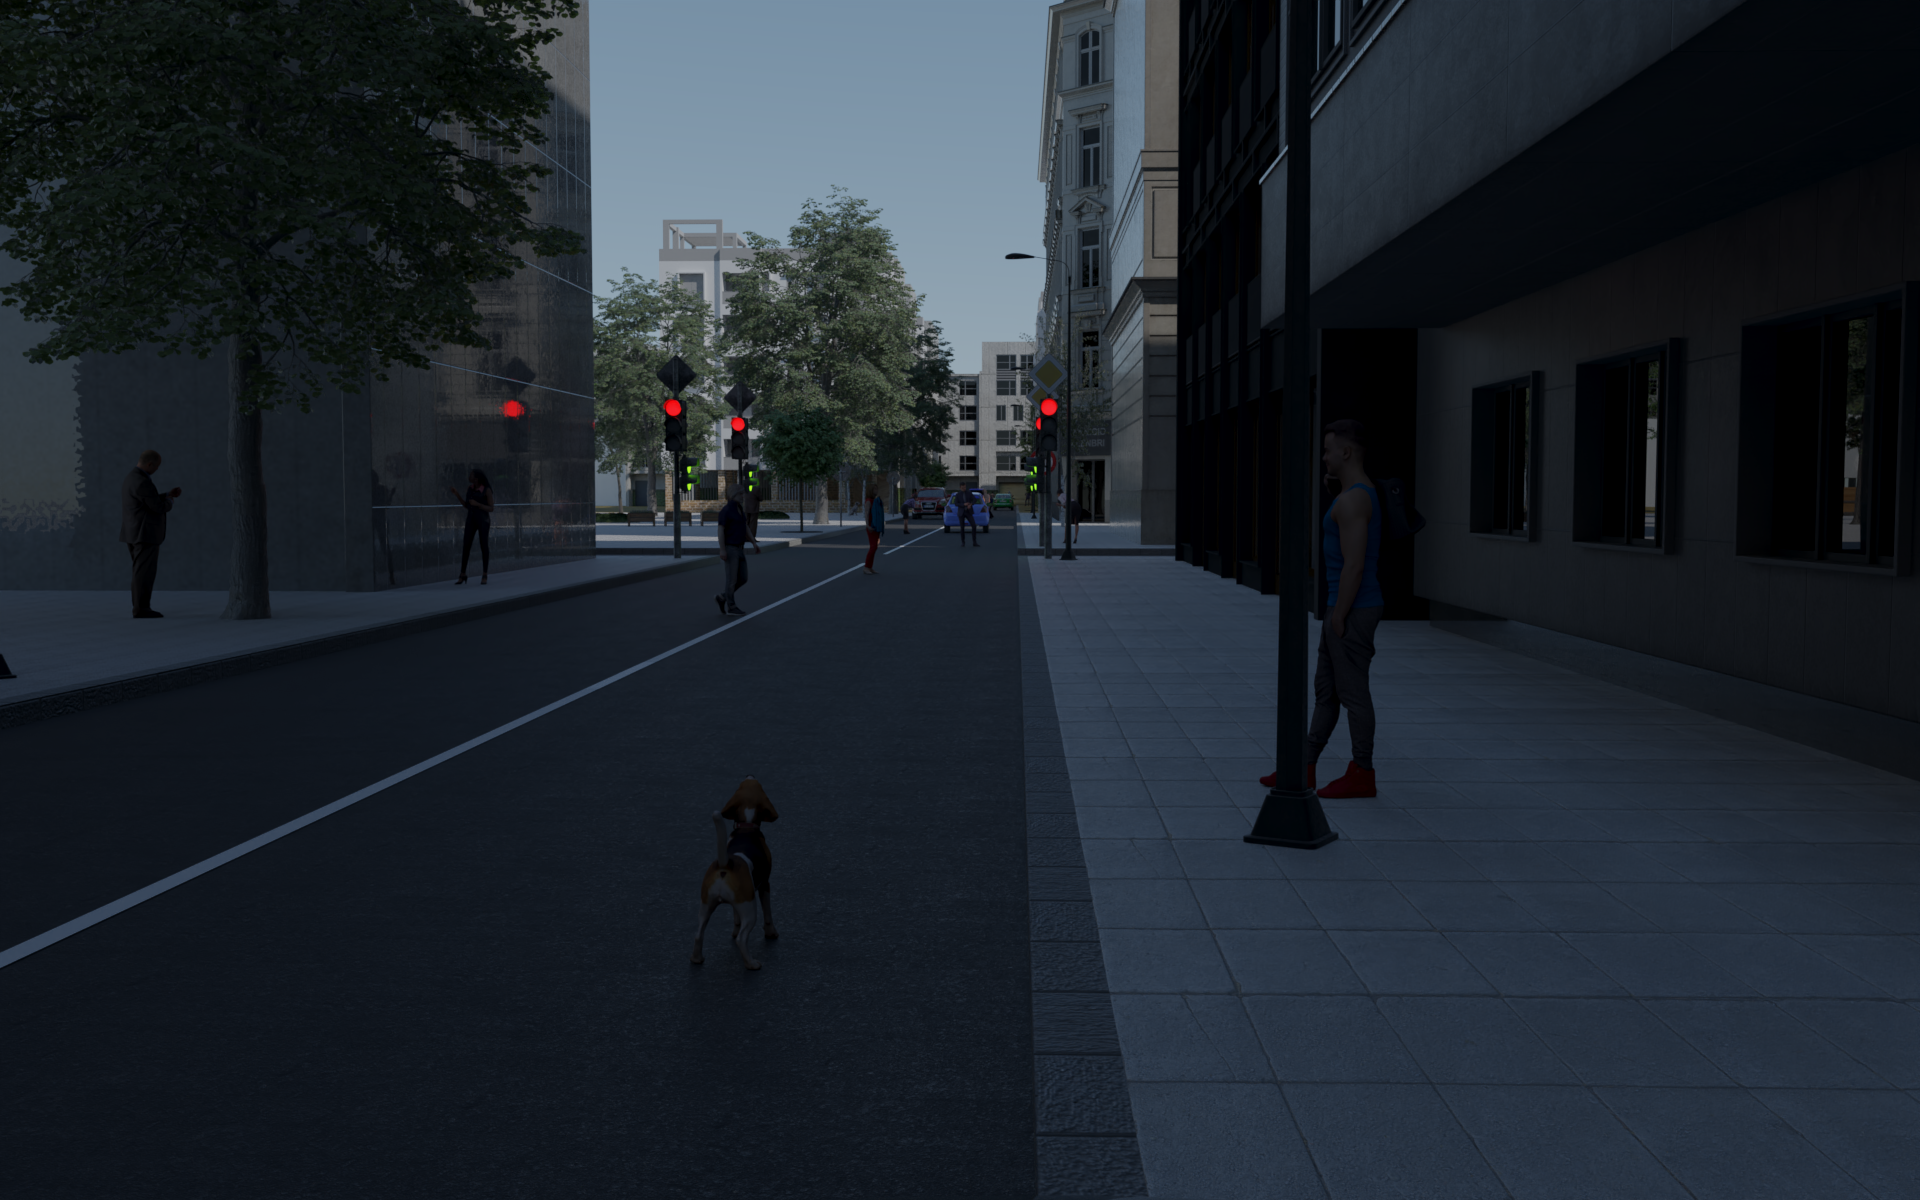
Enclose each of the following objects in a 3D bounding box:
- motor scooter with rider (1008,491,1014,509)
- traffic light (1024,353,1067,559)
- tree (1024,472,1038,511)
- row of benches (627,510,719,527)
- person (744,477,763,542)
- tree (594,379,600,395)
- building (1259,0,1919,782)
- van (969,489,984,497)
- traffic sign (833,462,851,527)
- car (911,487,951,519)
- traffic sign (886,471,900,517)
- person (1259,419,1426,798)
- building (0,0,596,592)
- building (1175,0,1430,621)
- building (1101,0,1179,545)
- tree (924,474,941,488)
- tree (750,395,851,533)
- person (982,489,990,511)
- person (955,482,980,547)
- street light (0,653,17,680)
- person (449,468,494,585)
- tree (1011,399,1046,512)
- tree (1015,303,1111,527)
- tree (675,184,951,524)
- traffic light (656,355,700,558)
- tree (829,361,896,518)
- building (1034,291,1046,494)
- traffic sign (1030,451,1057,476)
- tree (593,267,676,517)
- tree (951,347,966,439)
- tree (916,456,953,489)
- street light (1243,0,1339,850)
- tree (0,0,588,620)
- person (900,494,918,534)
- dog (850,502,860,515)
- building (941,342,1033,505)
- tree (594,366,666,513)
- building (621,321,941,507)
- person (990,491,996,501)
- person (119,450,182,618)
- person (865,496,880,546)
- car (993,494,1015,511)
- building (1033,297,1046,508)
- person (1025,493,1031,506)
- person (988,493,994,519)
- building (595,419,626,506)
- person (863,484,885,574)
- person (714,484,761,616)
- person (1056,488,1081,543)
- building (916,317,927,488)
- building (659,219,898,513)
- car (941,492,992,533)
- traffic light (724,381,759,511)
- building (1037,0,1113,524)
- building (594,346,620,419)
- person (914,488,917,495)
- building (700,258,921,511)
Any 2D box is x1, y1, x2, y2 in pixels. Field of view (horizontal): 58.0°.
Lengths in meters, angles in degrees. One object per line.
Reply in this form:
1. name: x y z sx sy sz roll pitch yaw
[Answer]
1. motor scooter with rider: 4.840 -9.732 168.087 0.876 1.779 1.986 0 4 1
2. traffic light: 1.732 -2.754 34.265 0.839 4.213 0.868 0 4 2
3. tree: 5.371 -8.409 132.088 1.663 3.219 1.824 0 3 0
4. row of benches: -11.328 -3.275 69.016 4.104 0.672 1.422 -1 4 -13
5. person: -5.477 -2.403 46.021 0.565 1.739 0.600 1 4 10
6. tree: -21.842 -9.855 86.891 9.928 11.665 9.643 0 3 0
7. building: 9.509 -12.874 3.995 14.314 27.812 24.014 0 4 2
8. van: 1.874 -11.454 191.651 2.240 2.365 5.245 0 4 1
9. traffic sign: -4.663 -4.138 67.756 0.768 2.556 0.104 1 4 10
10. car: -1.604 -5.561 99.594 2.281 1.827 5.304 0 4 3
11. traffic sign: -3.733 -5.911 96.759 0.768 2.556 0.104 0 4 4
12. person: 1.632 0.031 7.412 0.662 1.594 0.647 0 4 6
13. building: -17.400 -12.855 28.201 19.932 24.808 12.078 0 4 2
14. building: 10.029 -11.918 24.544 12.332 23.373 15.834 0 4 2
15. building: 19.018 -13.240 49.758 30.059 22.955 16.112 0 4 2
16. tree: -2.615 -9.238 145.649 1.663 3.219 1.824 0 3 0
17. tree: -5.326 -4.541 57.956 4.285 4.588 4.351 0 3 0
18. person: 1.043 -3.823 72.482 0.415 1.643 0.593 0 4 -2
19. person: 0.205 -2.341 47.228 0.683 1.767 0.568 -1 4 -9
20. street light: -6.219 -2.403 11.832 1.470 5.913 1.316 0 4 2
21. person: -6.907 -1.041 24.531 0.593 1.643 0.415 -1 4 -23
22. tree: 5.643 -10.546 122.785 4.737 8.622 4.395 0 3 0
23. tree: 4.240 -7.156 67.360 4.360 8.622 3.978 0 3 0
24. tree: -5.894 -10.187 73.206 9.857 13.997 8.962 0 3 0
25. traffic light: -5.626 -2.767 34.486 0.839 4.213 0.868 0 4 2
26. tree: -5.236 -8.740 93.255 4.360 8.622 3.978 0 3 0
27. building: 14.378 -17.494 142.440 16.016 20.091 11.380 0 4 2
28. traffic sign: 2.293 -2.927 47.965 0.768 2.556 0.104 0 4 6
29. tree: -17.451 -11.725 98.359 9.857 13.997 8.962 0 3 0
30. tree: -4.330 -12.483 110.745 9.857 13.997 8.962 0 3 0
31. tree: -2.275 -10.208 150.618 4.285 4.588 4.351 0 3 0
32. street light: 0.687 -2.063 6.267 1.470 5.913 1.316 0 4 2
33. tree: -7.370 -6.104 17.931 7.486 12.596 7.792 0 3 0
34. person: -1.823 -3.074 61.999 0.697 1.427 0.421 -2 4 -33
35. dog: -6.444 -5.476 103.909 0.800 0.831 0.513 2 4 34
36. building: 2.803 -20.981 209.493 31.486 18.905 16.747 0 4 2
37. tree: -21.842 -10.807 111.100 8.767 10.594 7.601 -1 4 -22
38. building: -18.386 -19.520 185.616 31.486 18.905 16.747 0 4 2
39. person: 3.561 -10.860 186.769 1.217 1.736 0.721 2 4 32
40. person: -8.403 -0.689 18.001 0.565 1.739 0.600 2 4 28
41. person: -2.390 -2.210 47.872 0.421 1.427 0.697 2 4 31
42. car: 3.829 -8.758 151.997 1.959 1.807 4.718 0 4 3
43. building: 15.709 -18.202 164.057 16.747 18.905 31.486 0 4 2
44. person: 7.176 -10.889 184.519 0.683 1.767 0.568 -1 4 -16
45. person: 1.662 -5.473 100.676 0.600 1.496 0.574 0 4 8
46. building: -48.162 -15.186 190.442 28.070 9.664 9.099 0 4 2
47. person: -1.544 -1.283 31.176 0.444 1.614 0.593 3 5 43
48. person: -2.673 -0.599 20.500 0.569 1.553 0.471 -2 4 -34
49. person: 2.797 -2.197 45.148 0.799 1.438 0.628 1 4 19
50. building: -11.135 -19.028 167.535 16.016 20.091 11.380 0 4 2
51. building: -12.362 -16.353 123.785 16.016 20.091 11.380 0 4 2
52. car: 0.243 -3.390 65.022 1.945 1.707 3.694 0 3 0
53. traffic light: -5.368 -3.255 42.467 0.839 4.213 0.868 0 4 2
54. building: 13.005 -19.482 94.953 17.030 29.872 44.131 0 4 2
55. building: -28.992 -21.121 211.779 31.486 18.905 16.747 0 4 2
56. person: -3.678 -8.119 139.474 0.721 1.739 1.217 -1 4 -22
57. building: -12.519 -17.107 146.151 16.747 18.905 31.486 0 4 2
